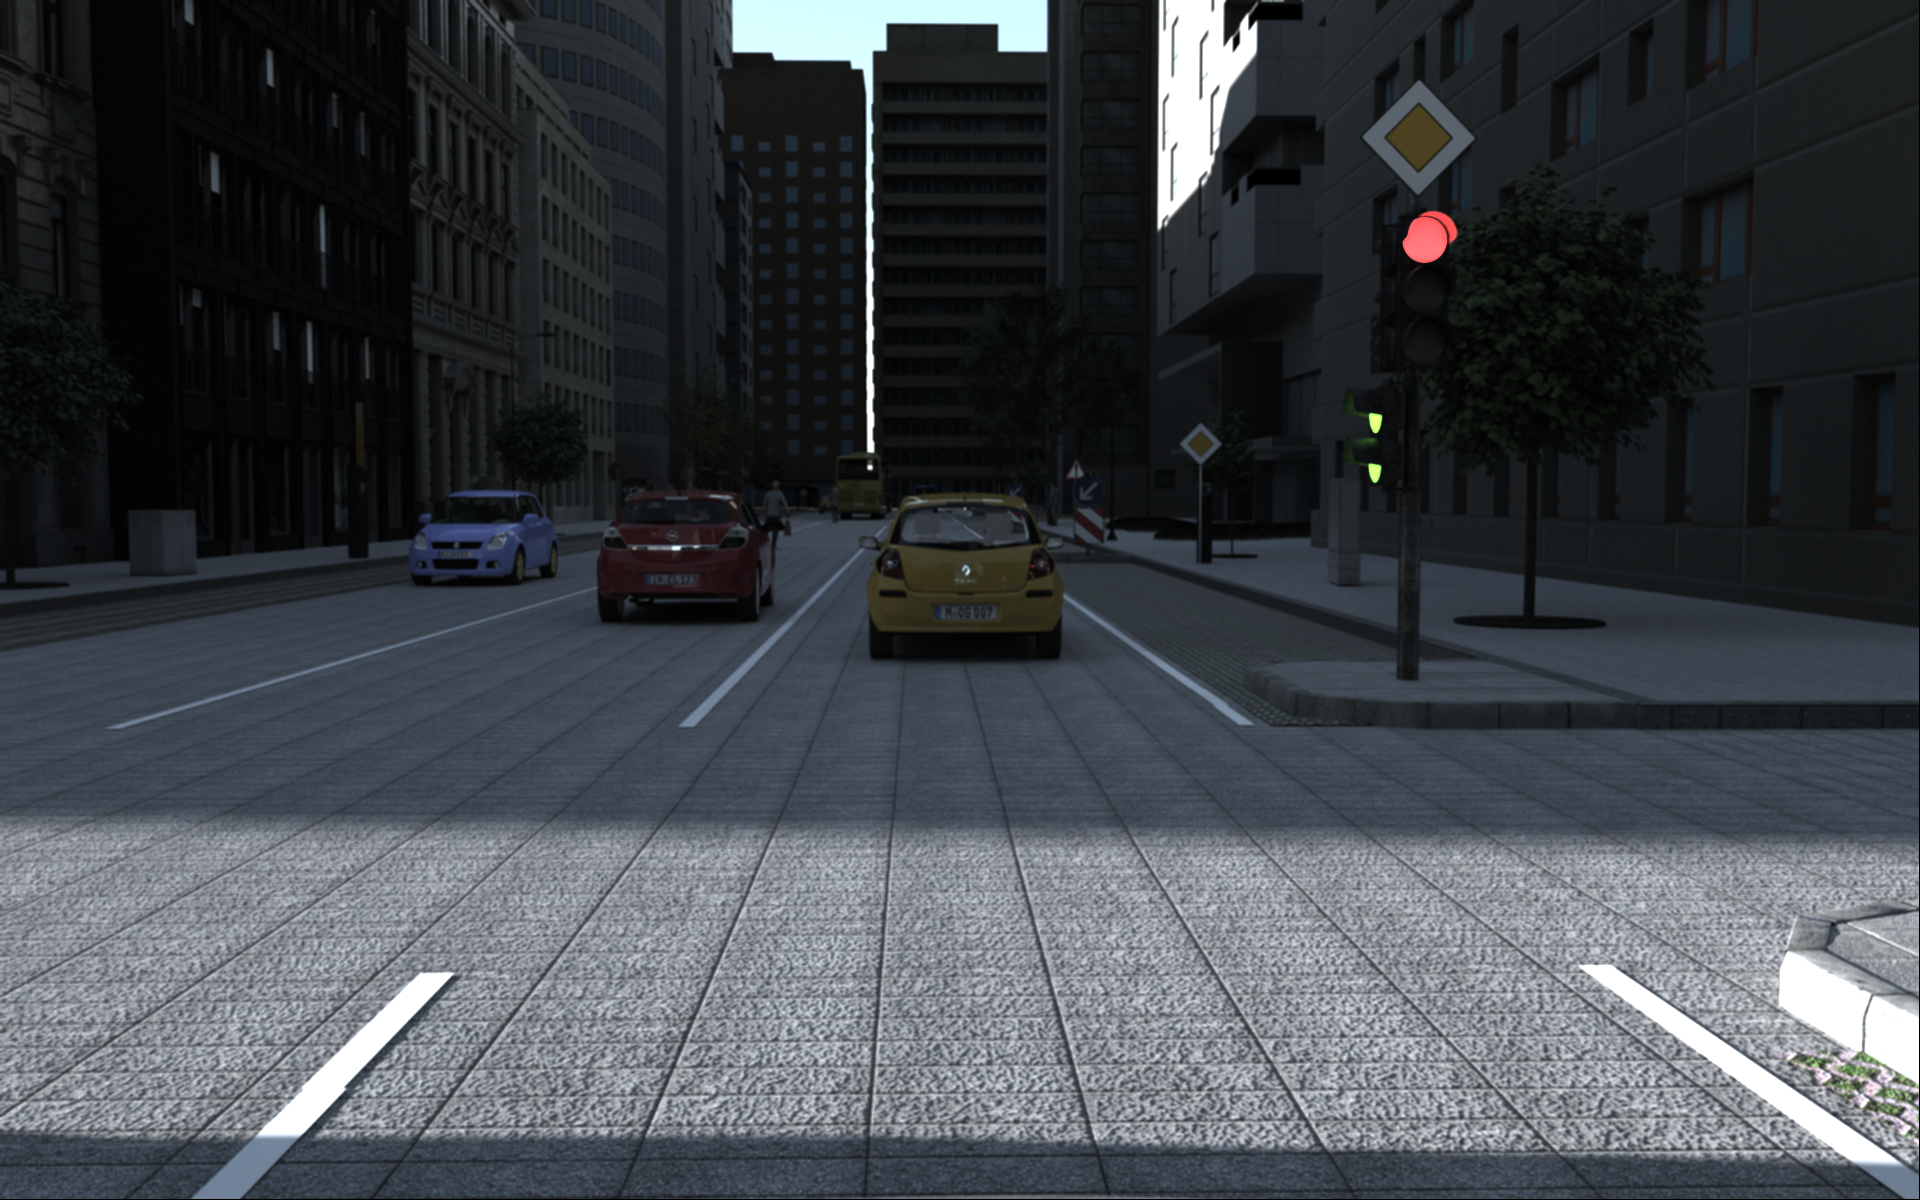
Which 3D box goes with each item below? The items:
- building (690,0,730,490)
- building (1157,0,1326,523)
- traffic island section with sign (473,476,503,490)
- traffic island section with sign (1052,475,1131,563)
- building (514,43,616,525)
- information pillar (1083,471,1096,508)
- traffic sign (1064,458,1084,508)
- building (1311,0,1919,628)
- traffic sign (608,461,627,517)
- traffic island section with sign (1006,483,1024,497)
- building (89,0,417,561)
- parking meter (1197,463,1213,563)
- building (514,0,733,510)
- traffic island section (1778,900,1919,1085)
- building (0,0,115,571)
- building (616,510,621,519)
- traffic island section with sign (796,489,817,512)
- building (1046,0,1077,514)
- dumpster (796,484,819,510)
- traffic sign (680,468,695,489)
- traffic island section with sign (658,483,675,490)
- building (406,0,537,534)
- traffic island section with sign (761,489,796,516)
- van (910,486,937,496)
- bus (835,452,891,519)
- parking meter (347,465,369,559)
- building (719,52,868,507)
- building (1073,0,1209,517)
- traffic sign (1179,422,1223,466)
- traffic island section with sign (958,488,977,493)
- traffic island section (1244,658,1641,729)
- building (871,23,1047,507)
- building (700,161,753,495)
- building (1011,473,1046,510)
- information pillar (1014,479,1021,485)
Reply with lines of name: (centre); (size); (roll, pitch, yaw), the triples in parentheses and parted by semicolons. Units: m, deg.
building: (-32.075, -32.961, 128.158); (28.713, 52.752, 27.495); (0, 4, -1)
building: (22.975, -29.274, 67.875); (28.713, 52.752, 27.495); (0, 4, -1)
traffic island section with sign: (-10.199, -1.744, 37.140); (1.989, 1.847, 2.006); (0, 4, -1)
traffic island section with sign: (2.535, -1.710, 36.591); (1.989, 1.847, 2.006); (0, 4, -1)
building: (-22.077, -13.587, 76.894); (10.420, 20.320, 16.860); (0, 4, -1)
information pillar: (4.214, -3.173, 56.377); (0.304, 2.012, 0.304); (2, 4, 35)
traffic sign: (4.207, -3.832, 62.656); (0.884, 2.594, 0.081); (0, 4, 7)
building: (23.358, -11.207, 28.270); (28.899, 21.520, 27.650); (0, 4, -1)
traffic sign: (-13.382, -4.133, 67.673); (0.768, 2.556, 0.104); (0, 4, 3)
traffic island section with sign: (1.883, -3.358, 63.538); (1.989, 1.847, 2.006); (0, 4, -1)
building: (-21.320, -12.877, 40.225); (12.332, 23.373, 15.834); (0, 4, -1)
parking meter: (4.551, -1.622, 32.228); (0.255, 1.863, 0.399); (0, 4, 2)
building: (-38.157, -39.162, 182.302); (28.212, 58.520, 21.231); (0, 4, -1)
traffic island section: (3.315, 1.117, 4.016); (2.009, 0.180, 2.903); (0, 4, -1)
building: (-20.545, -10.651, 23.293); (9.793, 20.994, 18.267); (0, 4, -1)
building: (-27.858, -34.094, 99.432); (21.231, 58.520, 28.212); (0, 4, -1)
traffic island section with sign: (-12.708, -8.103, 141.106); (1.989, 1.847, 2.006); (0, 4, -1)
building: (16.604, -35.447, 121.561); (21.231, 58.520, 28.212); (0, 4, -1)
dumpster: (-13.126, -8.797, 148.779); (1.985, 2.255, 1.502); (0, 4, 0)
traffic sign: (-13.371, -5.192, 84.998); (0.768, 2.556, 0.104); (0, 3, 0)
traffic island section with sign: (-10.854, -3.392, 64.087); (1.989, 1.847, 2.006); (0, 4, -1)
building: (-21.885, -14.040, 58.430); (11.050, 23.489, 19.941); (0, 4, -1)
traffic island section with sign: (-12.072, -6.455, 114.159); (1.989, 1.847, 2.006); (0, 4, -1)
van: (-2.624, -7.655, 129.545); (2.240, 2.365, 5.245); (0, 4, -2)
bus: (-5.638, -6.688, 100.901); (2.896, 3.916, 12.252); (0, 4, -1)
parking meter: (-12.014, -1.764, 34.551); (0.255, 1.863, 0.399); (1, 4, 10)
building: (-16.867, -32.377, 179.481); (14.200, 45.320, 14.600); (0, 4, -1)
building: (13.492, -20.154, 101.216); (14.160, 30.474, 14.107); (0, 4, -1)
traffic sign: (4.425, -1.958, 31.740); (0.795, 2.593, 0.064); (1, 4, 8)
traffic island section with sign: (0.665, -6.451, 114.096); (1.989, 1.847, 2.006); (0, 4, -1)
traffic island section: (3.123, 0.629, 11.999); (2.009, 0.180, 2.903); (0, 4, -1)
building: (1.619, -34.222, 183.235); (21.600, 48.544, 21.300); (0, 4, -1)
building: (-25.578, -23.316, 152.911); (14.107, 30.474, 14.160); (0, 4, -1)
building: (20.746, -27.914, 148.280); (32.217, 40.220, 23.993); (0, 4, -1)
information pillar: (2.842, -4.958, 85.549); (0.304, 2.012, 0.304); (-1, 4, -13)
